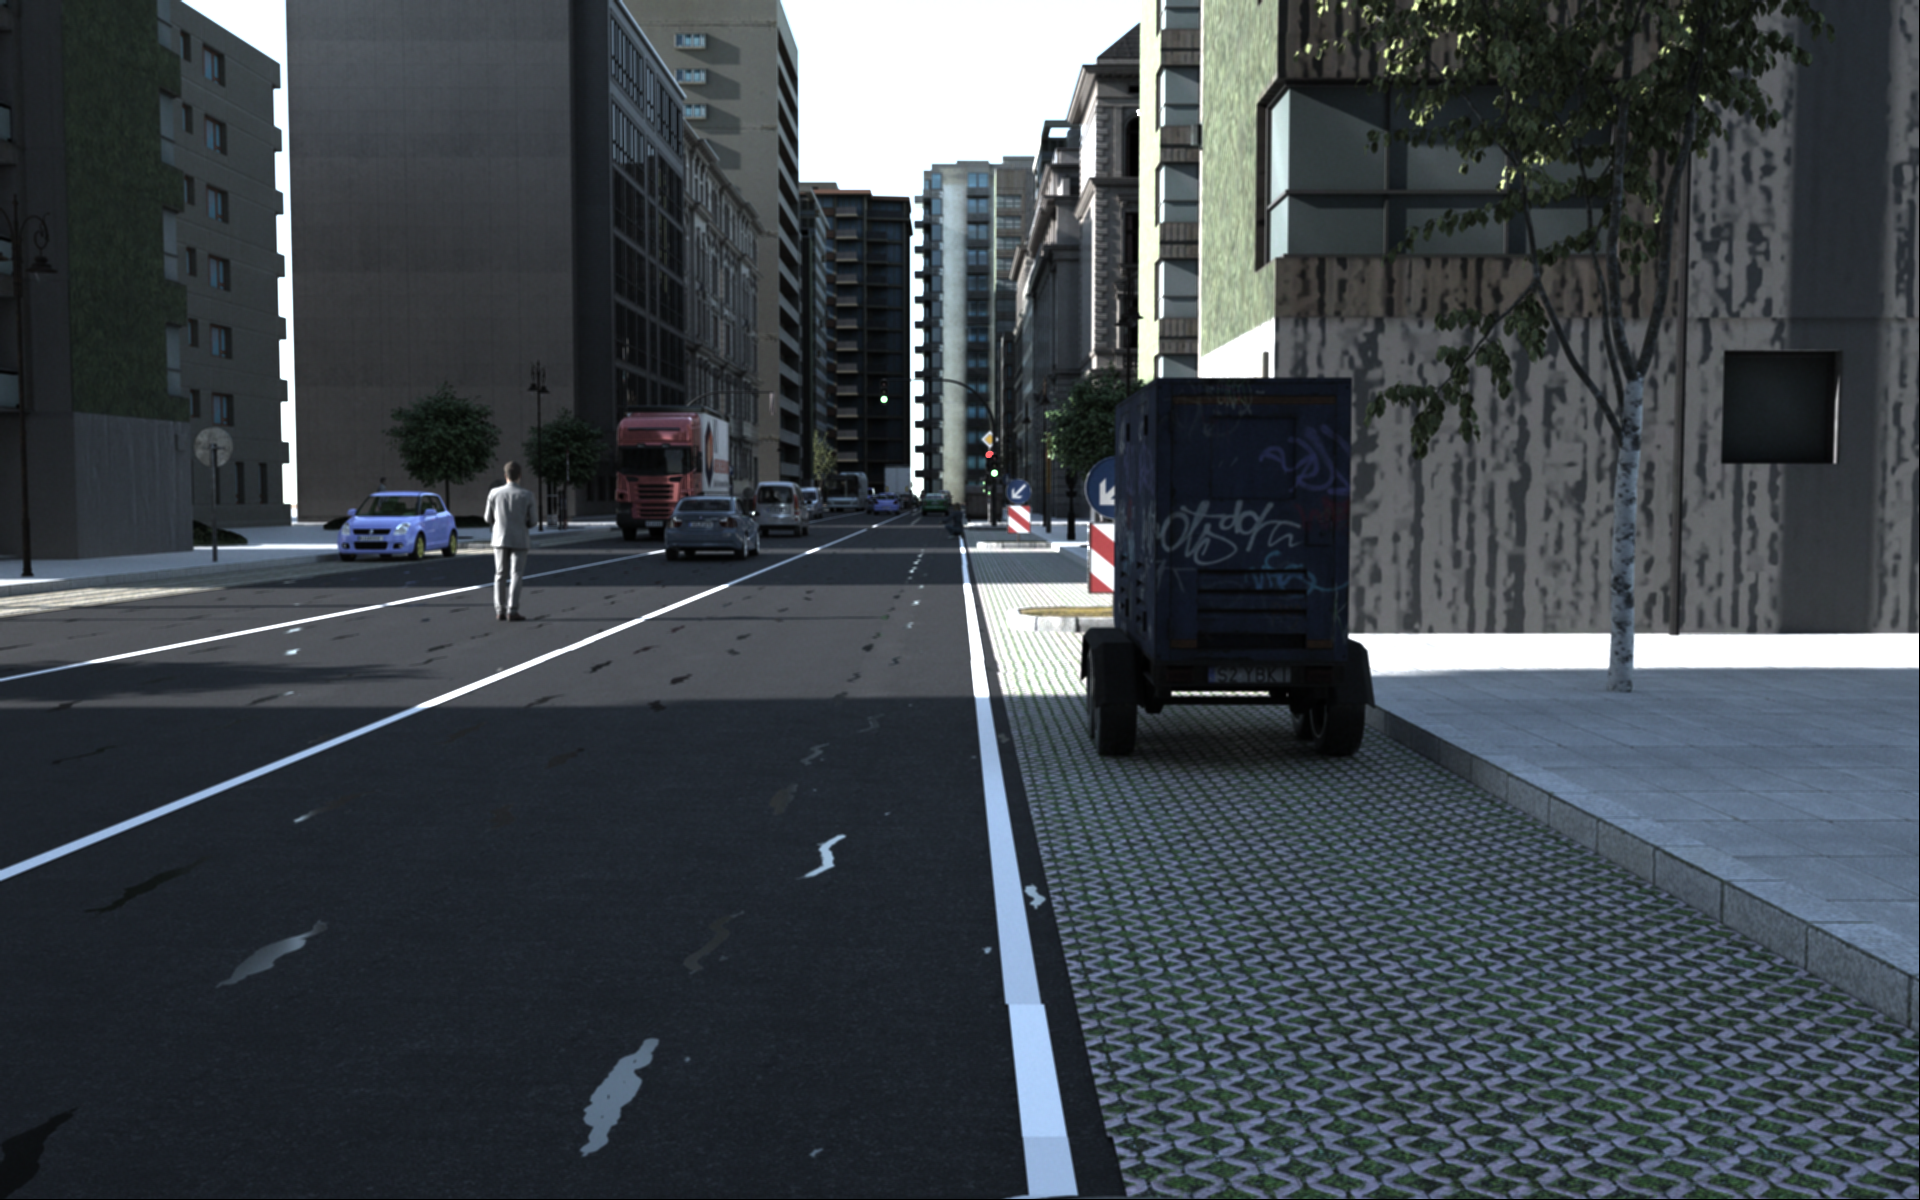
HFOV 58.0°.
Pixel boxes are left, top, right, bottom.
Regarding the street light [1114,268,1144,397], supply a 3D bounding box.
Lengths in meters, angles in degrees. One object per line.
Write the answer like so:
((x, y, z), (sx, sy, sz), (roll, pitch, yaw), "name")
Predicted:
((3.458, -3.841, 35.596), (0.468, 5.910, 1.993), (0, 4, 0), "street light")

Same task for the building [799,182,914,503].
((-21.168, -36.141, 245.532), (28.867, 44.769, 22.147), (0, 4, 0), "building")

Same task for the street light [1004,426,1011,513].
((3.253, -8.902, 118.338), (0.468, 5.910, 1.993), (0, 4, 0), "street light")

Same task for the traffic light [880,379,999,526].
((-0.765, -5.734, 68.426), (4.771, 5.953, 1.251), (0, 4, 0), "traffic light")

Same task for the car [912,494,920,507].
((-5.445, -10.979, 191.298), (2.131, 1.459, 4.920), (0, 4, 2), "car")

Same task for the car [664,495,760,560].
((-5.559, -1.654, 39.041), (2.014, 1.417, 4.499), (0, 4, -1), "car")

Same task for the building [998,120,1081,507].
((20.066, -29.343, 171.639), (32.217, 40.220, 23.993), (0, 4, 0), "building")

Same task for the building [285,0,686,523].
((-22.815, -18.068, 88.926), (14.314, 27.812, 24.014), (0, 4, 0), "building")

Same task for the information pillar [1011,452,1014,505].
((2.897, -6.414, 96.231), (0.183, 3.616, 0.504), (-1, 4, -9), "information pillar")

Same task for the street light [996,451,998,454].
((3.088, -10.922, 151.360), (0.468, 5.910, 1.993), (0, 4, 0), "street light")

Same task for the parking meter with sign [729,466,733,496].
((-14.362, -6.823, 107.813), (0.543, 3.016, 1.738), (0, 4, -8), "parking meter with sign")

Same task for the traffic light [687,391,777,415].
((-10.467, -6.231, 76.543), (4.771, 5.953, 1.251), (0, 4, 0), "traffic light")

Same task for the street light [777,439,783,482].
((-14.838, -10.402, 142.853), (0.468, 5.910, 1.993), (0, 4, 0), "street light")

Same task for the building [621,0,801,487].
((-26.568, -32.909, 161.767), (21.300, 48.544, 21.600), (0, 4, 0), "building")

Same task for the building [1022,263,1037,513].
((9.955, -16.391, 122.748), (10.420, 20.320, 16.860), (0, 4, 0), "building")

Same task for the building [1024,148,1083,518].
((10.908, -15.932, 102.283), (13.314, 21.916, 24.055), (0, 4, 0), "building")

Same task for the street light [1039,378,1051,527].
((3.339, -5.837, 68.216), (0.468, 5.910, 1.993), (0, 4, 0), "street light")

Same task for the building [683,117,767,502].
((-23.237, -21.331, 136.152), (14.401, 28.519, 23.554), (0, 4, 0), "building")

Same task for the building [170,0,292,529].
((-41.648, -12.907, 56.075), (28.899, 21.520, 27.650), (0, 4, 0), "building")

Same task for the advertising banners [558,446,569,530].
((-14.198, -4.033, 62.128), (0.090, 3.025, 2.074), (0, 4, -2), "advertising banners")

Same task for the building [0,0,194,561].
((-24.279, -21.244, 30.941), (14.154, 41.232, 14.086), (0, 4, 0), "building")

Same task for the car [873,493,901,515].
((-4.996, -6.670, 118.647), (1.945, 1.707, 3.694), (0, 3, 0), "car")

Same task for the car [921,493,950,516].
((-1.623, -6.541, 115.737), (1.959, 1.807, 4.718), (0, 4, 0), "car")

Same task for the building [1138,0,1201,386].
((12.286, -22.535, 52.047), (14.154, 41.232, 14.086), (0, 4, 0), "building")

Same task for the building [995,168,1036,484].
((11.365, -32.773, 219.431), (14.154, 41.232, 14.086), (0, 4, 0), "building")

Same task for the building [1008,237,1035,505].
((9.760, -19.099, 141.148), (11.050, 23.489, 19.941), (0, 4, 0), "building")

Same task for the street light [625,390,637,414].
((-14.552, -6.383, 77.154), (0.468, 5.910, 1.993), (0, 4, 0), "street light")

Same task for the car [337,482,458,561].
((-12.314, -1.736, 37.978), (1.945, 1.707, 3.694), (0, 3, 0), "car")

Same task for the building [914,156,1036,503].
((8.767, -38.414, 247.681), (30.456, 49.044, 23.786), (0, 4, 0), "building")

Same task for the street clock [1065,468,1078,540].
((3.110, -2.678, 48.357), (0.358, 2.002, 0.471), (1, 4, 18), "street clock")

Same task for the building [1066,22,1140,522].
((15.288, -15.477, 81.933), (19.941, 23.489, 11.050), (0, 4, 0), "building")

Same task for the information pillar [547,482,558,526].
((-16.293, -3.957, 69.194), (0.304, 2.012, 0.304), (2, 4, 32), "information pillar")

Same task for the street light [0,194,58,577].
((-14.542, -3.305, 26.830), (0.468, 5.910, 1.993), (0, 4, 0), "street light")

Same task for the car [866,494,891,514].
((-5.903, -6.997, 126.398), (2.014, 1.417, 4.499), (0, 4, -1), "car")

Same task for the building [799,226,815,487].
((-22.862, -25.034, 181.005), (14.160, 30.474, 14.107), (0, 4, 0), "building")

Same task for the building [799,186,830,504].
((-28.232, -31.701, 210.195), (23.993, 40.220, 32.217), (0, 4, 0), "building")

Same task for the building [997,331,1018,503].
((18.450, -21.625, 198.602), (27.650, 21.520, 28.899), (0, 4, 0), "building")

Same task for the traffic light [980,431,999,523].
((1.303, -5.360, 76.559), (0.839, 4.253, 0.868), (0, 4, 0), "traffic light")

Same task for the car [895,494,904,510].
((-6.104, -8.950, 158.327), (2.014, 1.417, 4.499), (0, 4, 1), "car")

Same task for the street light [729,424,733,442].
((-14.706, -8.406, 110.233), (0.468, 5.910, 1.993), (0, 4, 0), "street light")

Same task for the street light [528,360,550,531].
((-14.510, -5.320, 59.773), (0.468, 5.910, 1.993), (0, 4, 0), "street light")

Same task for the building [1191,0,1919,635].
((9.858, -15.299, 21.837), (14.160, 30.474, 14.107), (0, 4, 0), "building")

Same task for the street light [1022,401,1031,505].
((3.291, -6.907, 85.718), (0.468, 5.910, 1.993), (0, 4, 0), "street light")
